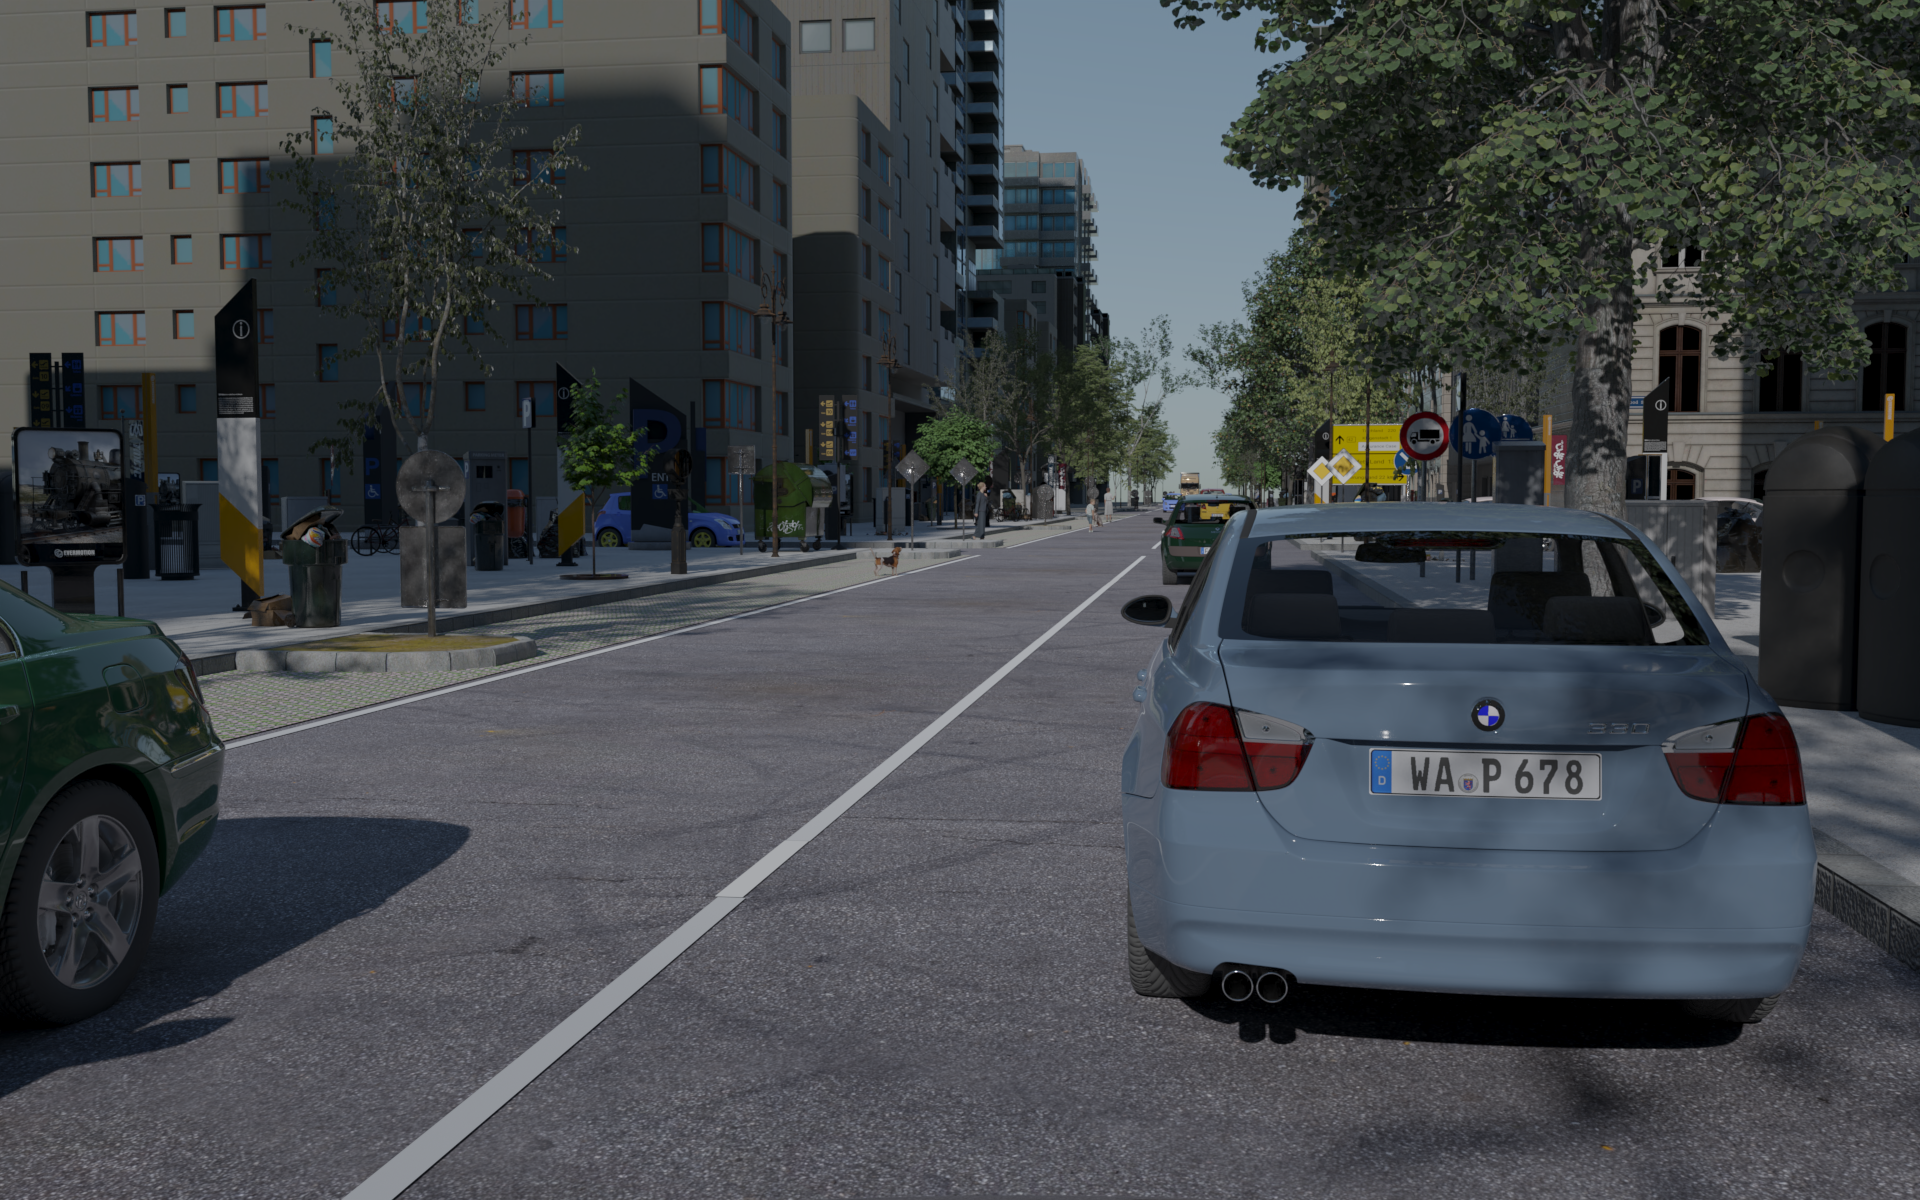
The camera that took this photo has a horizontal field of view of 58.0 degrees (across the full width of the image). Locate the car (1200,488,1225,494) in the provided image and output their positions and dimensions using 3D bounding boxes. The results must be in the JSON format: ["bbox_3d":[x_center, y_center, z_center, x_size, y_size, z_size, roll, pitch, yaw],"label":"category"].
[{"bbox_3d":[16.623,-6.446,114.062,2.281,1.827,5.304,0,4,8],"label":"car"}]

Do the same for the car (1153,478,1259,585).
[{"bbox_3d":[4.193,-1.150,28.590,2.009,1.686,4.222,0,4,7],"label":"car"}]

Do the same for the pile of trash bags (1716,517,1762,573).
[{"bbox_3d":[13.844,-1.149,28.544,3.447,1.369,1.912,1,4,15],"label":"pile of trash bags"}]

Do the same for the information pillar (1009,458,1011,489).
[{"bbox_3d":[3.228,-7.404,112.408,0.183,3.616,0.504,1,4,8],"label":"information pillar"}]

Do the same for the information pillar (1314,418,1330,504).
[{"bbox_3d":[11.192,-3.799,53.468,0.504,3.616,0.183,-1,4,-17],"label":"information pillar"}]

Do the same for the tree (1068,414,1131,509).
[{"bbox_3d":[10.777,-11.591,139.882,4.737,8.622,4.395,0,3,0],"label":"tree"}]

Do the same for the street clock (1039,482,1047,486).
[{"bbox_3d":[4.787,-5.827,99.837,0.471,2.002,0.358,-2,4,-26],"label":"street clock"}]

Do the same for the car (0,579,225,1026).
[{"bbox_3d":[-3.414,0.509,3.480,2.131,1.459,4.920,0,4,6],"label":"car"}]

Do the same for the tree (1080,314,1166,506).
[{"bbox_3d":[19.083,-19.936,181.835,12.611,20.169,13.585,0,3,0],"label":"tree"}]

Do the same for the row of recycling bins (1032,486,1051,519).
[{"bbox_3d":[4.304,-5.146,91.243,1.069,1.692,3.534,0,4,4],"label":"row of recycling bins"}]

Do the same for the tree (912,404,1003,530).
[{"bbox_3d":[-0.076,-4.847,62.969,4.285,4.588,4.351,0,3,0],"label":"tree"}]

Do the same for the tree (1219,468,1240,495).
[{"bbox_3d":[43.986,-21.530,270.140,7.486,12.596,7.792,0,3,0],"label":"tree"}]

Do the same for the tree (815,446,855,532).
[{"bbox_3d":[-4.600,-3.965,59.433,1.663,3.219,1.824,0,3,0],"label":"tree"}]

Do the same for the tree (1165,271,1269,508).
[{"bbox_3d":[25.076,-17.978,149.832,12.611,20.169,13.585,0,3,0],"label":"tree"}]

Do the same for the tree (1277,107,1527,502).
[{"bbox_3d":[8.122,-4.944,31.190,4.737,8.622,4.395,0,3,0],"label":"tree"}]

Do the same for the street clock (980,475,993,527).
[{"bbox_3d":[1.034,-3.836,67.284,0.471,2.002,0.358,-3,5,-40],"label":"street clock"}]

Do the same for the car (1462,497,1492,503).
[{"bbox_3d":[12.334,-1.773,41.350,4.827,1.381,2.083,0,4,8],"label":"car"}]

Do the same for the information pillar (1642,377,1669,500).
[{"bbox_3d":[14.003,-2.663,34.897,0.504,3.616,0.183,1,4,8],"label":"information pillar"}]

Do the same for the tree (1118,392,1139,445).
[{"bbox_3d":[6.615,-10.445,105.186,8.767,10.594,7.601,0,4,-2],"label":"tree"}]

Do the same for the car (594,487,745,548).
[{"bbox_3d":[-7.182,-2.039,42.921,3.694,1.707,1.945,1,4,9],"label":"car"}]

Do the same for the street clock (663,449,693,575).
[{"bbox_3d":[-4.499,-1.413,27.666,0.358,2.002,0.471,2,4,32],"label":"street clock"}]

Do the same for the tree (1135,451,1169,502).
[{"bbox_3d":[30.655,-19.594,270.718,4.360,8.622,3.978,0,3,0],"label":"tree"}]

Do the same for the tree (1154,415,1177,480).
[{"bbox_3d":[23.677,-18.501,220.622,7.486,12.596,7.792,0,3,0],"label":"tree"}]

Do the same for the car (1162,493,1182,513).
[{"bbox_3d":[16.654,-7.648,134.635,1.945,1.707,3.694,1,4,8],"label":"car"}]

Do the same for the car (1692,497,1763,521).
[{"bbox_3d":[17.900,-1.683,39.874,4.827,1.381,2.083,1,4,10],"label":"car"}]

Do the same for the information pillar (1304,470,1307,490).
[{"bbox_3d":[23.788,-7.850,119.703,0.183,3.616,0.504,-2,4,-27],"label":"information pillar"}]

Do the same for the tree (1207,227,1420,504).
[{"bbox_3d":[15.069,-9.565,73.401,9.611,12.733,9.660,0,3,0],"label":"tree"}]

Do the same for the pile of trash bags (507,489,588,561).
[{"bbox_3d":[-8.559,-1.519,34.590,1.912,1.369,3.447,0,4,-2],"label":"pile of trash bags"}]

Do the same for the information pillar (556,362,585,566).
[{"bbox_3d":[-6.904,-2.404,30.662,0.504,3.616,0.183,1,4,10],"label":"information pillar"}]

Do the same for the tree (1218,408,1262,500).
[{"bbox_3d":[31.493,-15.864,185.128,9.928,11.665,9.643,0,3,0],"label":"tree"}]

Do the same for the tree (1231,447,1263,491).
[{"bbox_3d":[23.955,-11.612,140.222,4.360,8.622,3.978,0,3,0],"label":"tree"}]

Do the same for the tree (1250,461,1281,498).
[{"bbox_3d":[23.523,-8.987,130.643,4.285,4.588,4.351,0,3,0],"label":"tree"}]

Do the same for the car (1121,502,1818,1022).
[{"bbox_3d":[1.541,0.361,6.094,2.014,1.417,4.499,1,4,9],"label":"car"}]

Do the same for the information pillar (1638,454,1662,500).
[{"bbox_3d":[12.657,-1.672,31.824,0.304,2.012,0.304,-1,4,-11],"label":"information pillar"}]

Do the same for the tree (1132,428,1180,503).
[{"bbox_3d":[29.346,-20.649,263.368,9.928,11.665,9.643,0,3,0],"label":"tree"}]

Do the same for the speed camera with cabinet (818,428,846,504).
[{"bbox_3d":[-4.475,-3.534,52.117,2.038,3.252,0.660,2,4,24],"label":"speed camera with cabinet"}]

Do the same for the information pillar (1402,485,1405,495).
[{"bbox_3d":[21.993,-5.781,85.876,0.183,3.616,0.504,0,4,3],"label":"information pillar"}]

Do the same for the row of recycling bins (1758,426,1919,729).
[{"bbox_3d":[5.720,-0.132,9.264,1.069,1.692,3.534,-1,4,-18],"label":"row of recycling bins"}]

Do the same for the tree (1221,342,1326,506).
[{"bbox_3d":[19.407,-10.420,104.784,8.767,10.594,7.601,3,4,37],"label":"tree"}]

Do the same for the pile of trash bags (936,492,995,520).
[{"bbox_3d":[0.171,-4.753,87.466,3.447,1.369,1.912,1,4,14],"label":"pile of trash bags"}]

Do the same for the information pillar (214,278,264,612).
[{"bbox_3d":[-7.854,-1.685,18.902,0.504,3.616,0.183,1,4,12],"label":"information pillar"}]

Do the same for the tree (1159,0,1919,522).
[{"bbox_3d":[5.375,-6.589,14.386,9.857,13.997,8.962,0,3,0],"label":"tree"}]

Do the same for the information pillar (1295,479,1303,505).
[{"bbox_3d":[16.786,-4.975,85.828,0.304,2.012,0.304,-1,4,-19],"label":"information pillar"}]

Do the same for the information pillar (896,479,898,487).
[{"bbox_3d":[-2.925,-4.763,82.362,0.304,2.012,0.304,1,4,16],"label":"information pillar"}]

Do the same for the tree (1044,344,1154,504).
[{"bbox_3d":[9.954,-13.055,131.575,7.486,12.596,7.792,0,3,0],"label":"tree"}]

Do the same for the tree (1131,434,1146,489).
[{"bbox_3d":[13.829,-12.325,151.880,4.737,8.622,4.395,0,3,0],"label":"tree"}]

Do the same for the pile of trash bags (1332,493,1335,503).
[{"bbox_3d":[26.005,-6.387,114.171,3.447,1.369,1.912,-1,4,-12],"label":"pile of trash bags"}]

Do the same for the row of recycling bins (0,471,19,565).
[{"bbox_3d":[-18.578,-1.467,31.092,3.534,1.692,1.069,-2,4,-25],"label":"row of recycling bins"}]

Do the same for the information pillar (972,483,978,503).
[{"bbox_3d":[0.943,-6.431,109.640,0.304,2.012,0.304,-3,5,-44],"label":"information pillar"}]
